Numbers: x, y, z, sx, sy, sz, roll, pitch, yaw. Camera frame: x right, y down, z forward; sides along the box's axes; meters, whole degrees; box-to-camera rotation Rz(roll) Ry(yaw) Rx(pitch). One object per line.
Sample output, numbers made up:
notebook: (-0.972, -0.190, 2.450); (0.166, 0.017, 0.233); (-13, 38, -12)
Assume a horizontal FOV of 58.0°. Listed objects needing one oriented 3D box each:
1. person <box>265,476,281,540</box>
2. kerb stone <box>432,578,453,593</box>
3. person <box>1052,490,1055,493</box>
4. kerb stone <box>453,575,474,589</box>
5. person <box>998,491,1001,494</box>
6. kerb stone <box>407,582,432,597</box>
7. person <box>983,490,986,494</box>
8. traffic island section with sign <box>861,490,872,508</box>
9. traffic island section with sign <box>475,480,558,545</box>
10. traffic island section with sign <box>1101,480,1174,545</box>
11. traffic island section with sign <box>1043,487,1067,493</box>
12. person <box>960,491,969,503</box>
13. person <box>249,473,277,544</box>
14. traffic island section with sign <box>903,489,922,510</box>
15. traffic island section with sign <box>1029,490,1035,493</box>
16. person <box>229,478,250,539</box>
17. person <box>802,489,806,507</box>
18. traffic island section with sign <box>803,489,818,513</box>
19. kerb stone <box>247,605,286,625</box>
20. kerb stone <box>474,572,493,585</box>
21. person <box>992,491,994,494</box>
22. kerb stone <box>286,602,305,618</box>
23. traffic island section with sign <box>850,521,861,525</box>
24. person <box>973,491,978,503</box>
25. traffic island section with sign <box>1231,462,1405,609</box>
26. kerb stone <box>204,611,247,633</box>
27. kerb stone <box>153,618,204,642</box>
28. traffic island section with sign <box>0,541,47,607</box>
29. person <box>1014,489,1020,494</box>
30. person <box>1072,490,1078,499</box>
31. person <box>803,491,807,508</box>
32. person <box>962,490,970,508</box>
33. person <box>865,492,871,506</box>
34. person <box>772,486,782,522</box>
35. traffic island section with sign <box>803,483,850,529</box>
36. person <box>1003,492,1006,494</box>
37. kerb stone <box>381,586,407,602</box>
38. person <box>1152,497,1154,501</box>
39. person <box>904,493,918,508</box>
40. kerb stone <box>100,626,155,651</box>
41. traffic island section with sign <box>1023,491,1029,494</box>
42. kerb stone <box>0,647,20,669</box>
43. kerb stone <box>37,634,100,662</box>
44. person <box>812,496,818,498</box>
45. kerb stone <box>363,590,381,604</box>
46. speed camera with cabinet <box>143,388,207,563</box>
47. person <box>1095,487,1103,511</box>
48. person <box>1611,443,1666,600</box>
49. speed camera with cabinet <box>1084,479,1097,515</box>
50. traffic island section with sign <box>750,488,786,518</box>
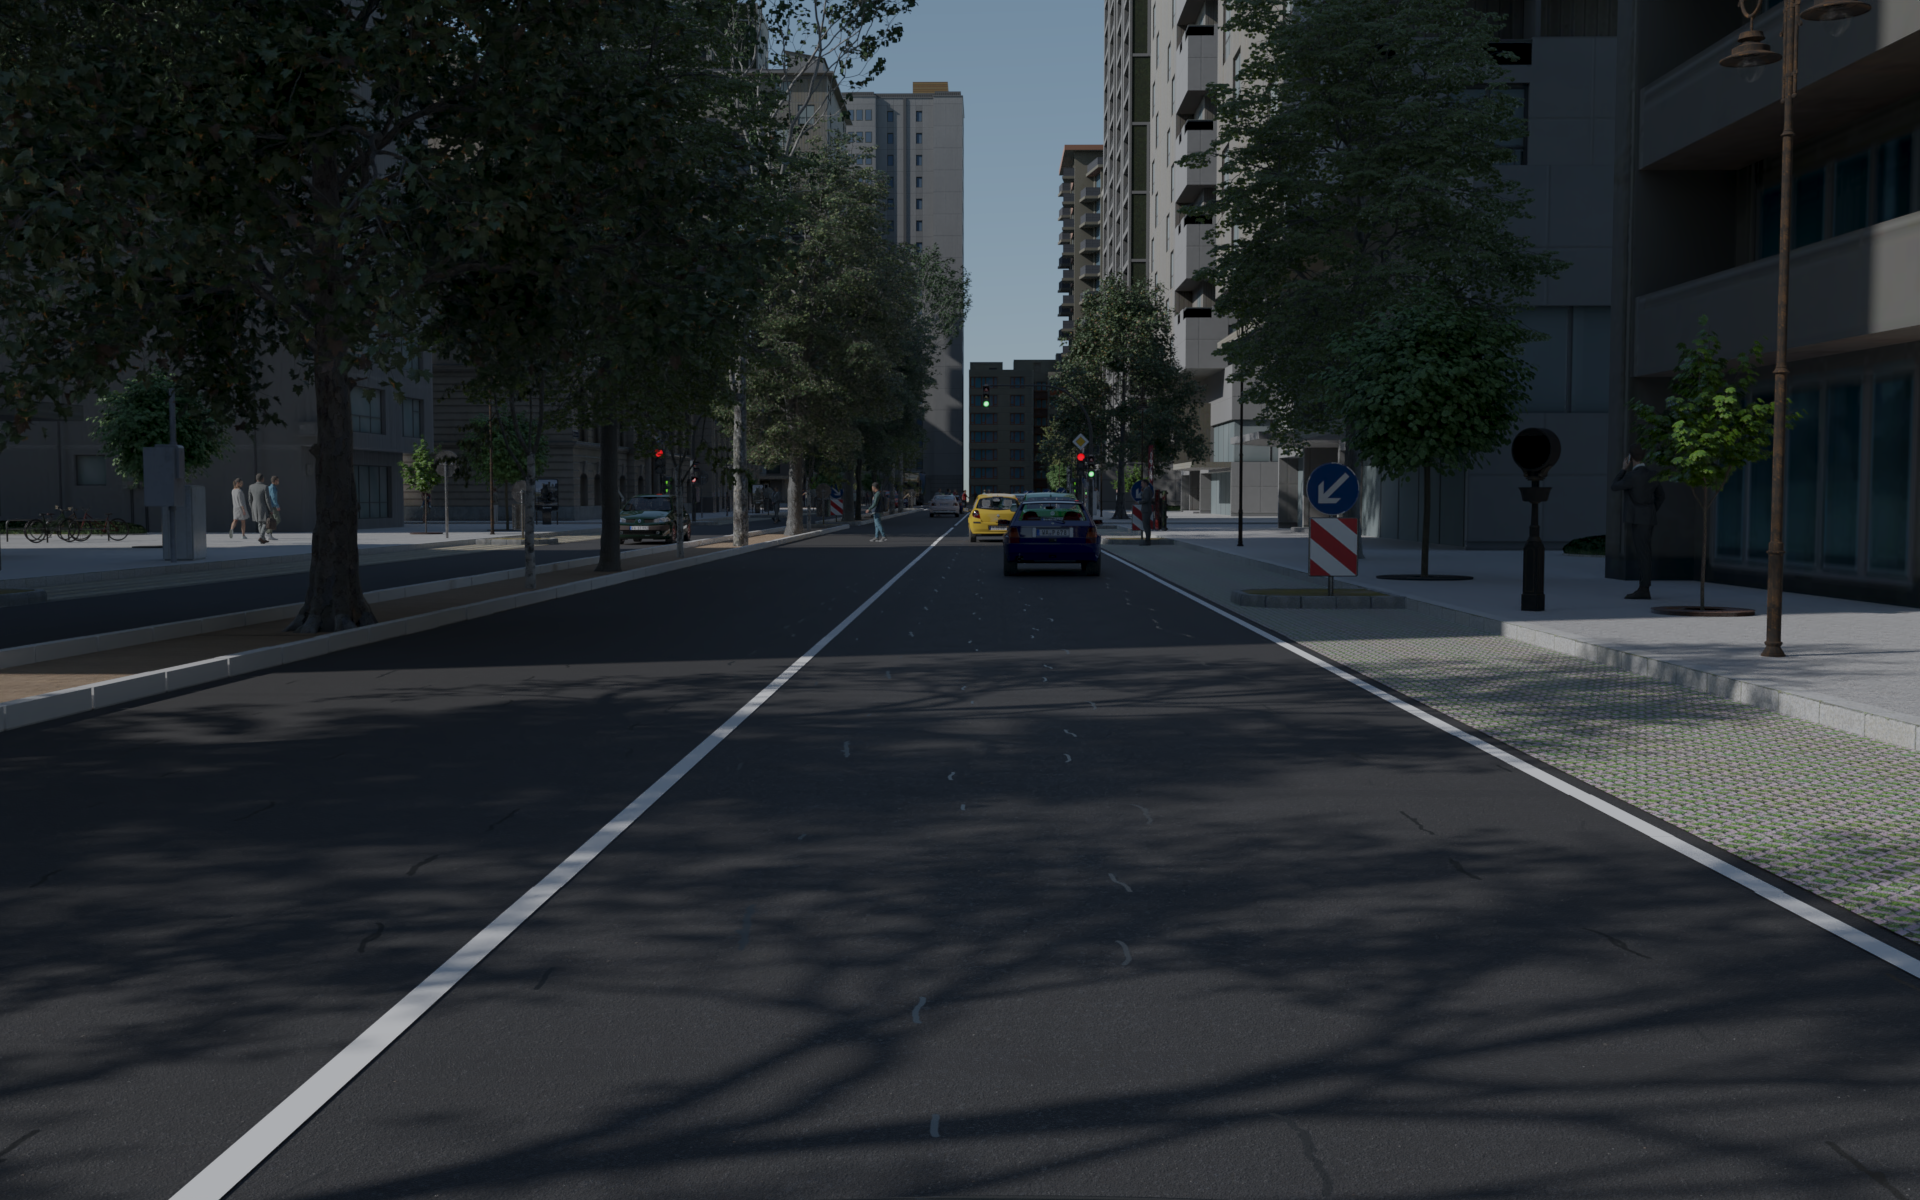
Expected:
person: (-19.068, -2.543, 47.964); (0.444, 1.785, 0.601); (-2, 4, -31)
kerb stone: (-7.672, -0.194, 25.362); (0.120, 0.150, 1.000); (0, 4, 1)
person: (9.267, -10.201, 173.543); (0.721, 1.736, 1.217); (0, 4, 4)
kerb stone: (-7.655, -0.256, 26.392); (0.120, 0.150, 1.000); (0, 4, 1)
person: (4.610, -11.740, 200.388); (0.705, 1.831, 1.348); (2, 4, 24)
kerb stone: (-7.685, -0.131, 24.340); (0.120, 0.150, 1.000); (0, 4, 1)
person: (2.282, -9.112, 157.561); (0.705, 1.814, 1.350); (-2, 4, -35)
traffic island section with sign: (-10.218, -10.633, 182.481); (1.989, 1.847, 2.006); (0, 4, 1)
traffic island section with sign: (-12.582, -2.497, 49.461); (1.989, 1.847, 2.006); (0, 4, 1)
traffic island section with sign: (5.046, -2.502, 49.535); (1.989, 1.847, 2.006); (0, 4, 1)
traffic island section with sign: (6.037, -5.915, 105.342); (1.989, 1.847, 2.006); (0, 4, 1)
person: (0.389, -11.467, 195.964); (1.348, 1.826, 0.705); (3, 4, 36)
person: (-17.967, -2.355, 44.644); (0.694, 1.812, 0.767); (1, 4, 12)
traffic island section with sign: (-4.320, -8.982, 154.989); (2.006, 1.907, 1.989); (0, 4, 1)
traffic island section with sign: (6.519, -7.564, 132.293); (1.989, 1.847, 2.006); (0, 4, 1)
person: (-20.571, -2.606, 49.393); (0.466, 1.731, 0.760); (0, 4, 3)
person: (-15.248, -9.837, 167.318); (0.568, 1.767, 0.683); (2, 4, 28)
traffic island section with sign: (-11.122, -7.538, 131.869); (1.989, 1.847, 2.006); (0, 4, 1)
kerb stone: (-7.771, 0.182, 19.224); (0.120, 0.150, 1.000); (0, 4, 1)
kerb stone: (-7.632, -0.315, 27.425); (0.120, 0.150, 1.000); (0, 4, 1)
person: (4.143, -12.711, 216.420); (1.348, 1.812, 0.705); (-2, 4, -30)
kerb stone: (-7.757, 0.121, 20.246); (0.120, 0.150, 1.000); (0, 4, 1)
traffic island section with sign: (-5.639, -4.387, 79.862); (2.006, 1.907, 1.989); (0, 4, 1)
person: (2.019, -13.377, 227.356); (1.348, 1.807, 0.705); (2, 4, 29)
traffic island section with sign: (4.571, -0.845, 22.444); (1.989, 1.847, 2.006); (0, 4, 1)
kerb stone: (-7.791, 0.245, 18.196); (0.120, 0.150, 1.000); (0, 4, 1)
kerb stone: (-7.813, 0.307, 17.174); (0.120, 0.150, 1.000); (0, 4, 1)
traffic island section with sign: (-13.058, -0.841, 22.385); (1.989, 1.847, 2.006); (0, 4, 1)
person: (4.246, -7.346, 128.788); (0.592, 1.802, 0.473); (2, 4, 26)
person: (9.999, -8.867, 150.976); (0.822, 1.834, 0.622); (0, 4, -6)
person: (-13.996, -9.293, 158.710); (1.217, 1.735, 0.721); (-1, 4, -21)
person: (0.507, -9.335, 161.064); (0.705, 1.831, 1.348); (2, 4, 30)
person: (-10.412, -11.382, 196.063); (0.593, 1.643, 0.415); (0, 4, -8)
person: (-9.494, -4.967, 89.811); (0.679, 1.850, 0.850); (2, 4, 33)
traffic island section with sign: (-5.780, -3.934, 72.456); (2.006, 1.907, 1.989); (0, 4, 1)
person: (3.660, -8.083, 142.468); (0.589, 1.601, 0.330); (1, 4, 18)
kerb stone: (-7.707, -0.069, 23.317); (0.120, 0.150, 1.000); (0, 4, 1)
person: (14.640, -7.435, 131.878); (0.425, 1.301, 0.394); (-1, 4, -11)
person: (-4.593, -9.283, 160.280); (1.348, 1.823, 0.705); (0, 4, -7)
kerb stone: (-7.834, 0.371, 16.153); (0.120, 0.150, 1.000); (0, 4, 1)
traffic island section with sign: (7.870, -12.249, 208.896); (1.989, 1.847, 2.006); (0, 4, 1)
kerb stone: (-7.868, 0.495, 14.106); (0.120, 0.150, 1.000); (0, 4, 1)
kerb stone: (-7.855, 0.432, 15.128); (0.120, 0.150, 1.000); (0, 4, 1)
person: (-13.874, -9.739, 166.095); (0.721, 1.723, 1.217); (2, 4, 27)
kerb stone: (-7.721, -0.002, 22.295); (0.120, 0.150, 1.000); (0, 4, 1)
speed camera with cabinet: (-15.032, -2.374, 33.146); (0.660, 3.252, 2.038); (-1, 4, -9)
person: (10.207, -7.482, 128.650); (0.850, 1.792, 0.678); (1, 4, 9)
person: (8.268, -0.965, 21.179); (0.648, 1.900, 0.474); (-3, 5, -43)
speed camera with cabinet: (7.937, -6.785, 105.263); (0.660, 3.252, 2.038); (0, 4, -2)
traffic island section with sign: (-11.596, -5.889, 104.918); (1.989, 1.847, 2.006); (0, 4, 1)
